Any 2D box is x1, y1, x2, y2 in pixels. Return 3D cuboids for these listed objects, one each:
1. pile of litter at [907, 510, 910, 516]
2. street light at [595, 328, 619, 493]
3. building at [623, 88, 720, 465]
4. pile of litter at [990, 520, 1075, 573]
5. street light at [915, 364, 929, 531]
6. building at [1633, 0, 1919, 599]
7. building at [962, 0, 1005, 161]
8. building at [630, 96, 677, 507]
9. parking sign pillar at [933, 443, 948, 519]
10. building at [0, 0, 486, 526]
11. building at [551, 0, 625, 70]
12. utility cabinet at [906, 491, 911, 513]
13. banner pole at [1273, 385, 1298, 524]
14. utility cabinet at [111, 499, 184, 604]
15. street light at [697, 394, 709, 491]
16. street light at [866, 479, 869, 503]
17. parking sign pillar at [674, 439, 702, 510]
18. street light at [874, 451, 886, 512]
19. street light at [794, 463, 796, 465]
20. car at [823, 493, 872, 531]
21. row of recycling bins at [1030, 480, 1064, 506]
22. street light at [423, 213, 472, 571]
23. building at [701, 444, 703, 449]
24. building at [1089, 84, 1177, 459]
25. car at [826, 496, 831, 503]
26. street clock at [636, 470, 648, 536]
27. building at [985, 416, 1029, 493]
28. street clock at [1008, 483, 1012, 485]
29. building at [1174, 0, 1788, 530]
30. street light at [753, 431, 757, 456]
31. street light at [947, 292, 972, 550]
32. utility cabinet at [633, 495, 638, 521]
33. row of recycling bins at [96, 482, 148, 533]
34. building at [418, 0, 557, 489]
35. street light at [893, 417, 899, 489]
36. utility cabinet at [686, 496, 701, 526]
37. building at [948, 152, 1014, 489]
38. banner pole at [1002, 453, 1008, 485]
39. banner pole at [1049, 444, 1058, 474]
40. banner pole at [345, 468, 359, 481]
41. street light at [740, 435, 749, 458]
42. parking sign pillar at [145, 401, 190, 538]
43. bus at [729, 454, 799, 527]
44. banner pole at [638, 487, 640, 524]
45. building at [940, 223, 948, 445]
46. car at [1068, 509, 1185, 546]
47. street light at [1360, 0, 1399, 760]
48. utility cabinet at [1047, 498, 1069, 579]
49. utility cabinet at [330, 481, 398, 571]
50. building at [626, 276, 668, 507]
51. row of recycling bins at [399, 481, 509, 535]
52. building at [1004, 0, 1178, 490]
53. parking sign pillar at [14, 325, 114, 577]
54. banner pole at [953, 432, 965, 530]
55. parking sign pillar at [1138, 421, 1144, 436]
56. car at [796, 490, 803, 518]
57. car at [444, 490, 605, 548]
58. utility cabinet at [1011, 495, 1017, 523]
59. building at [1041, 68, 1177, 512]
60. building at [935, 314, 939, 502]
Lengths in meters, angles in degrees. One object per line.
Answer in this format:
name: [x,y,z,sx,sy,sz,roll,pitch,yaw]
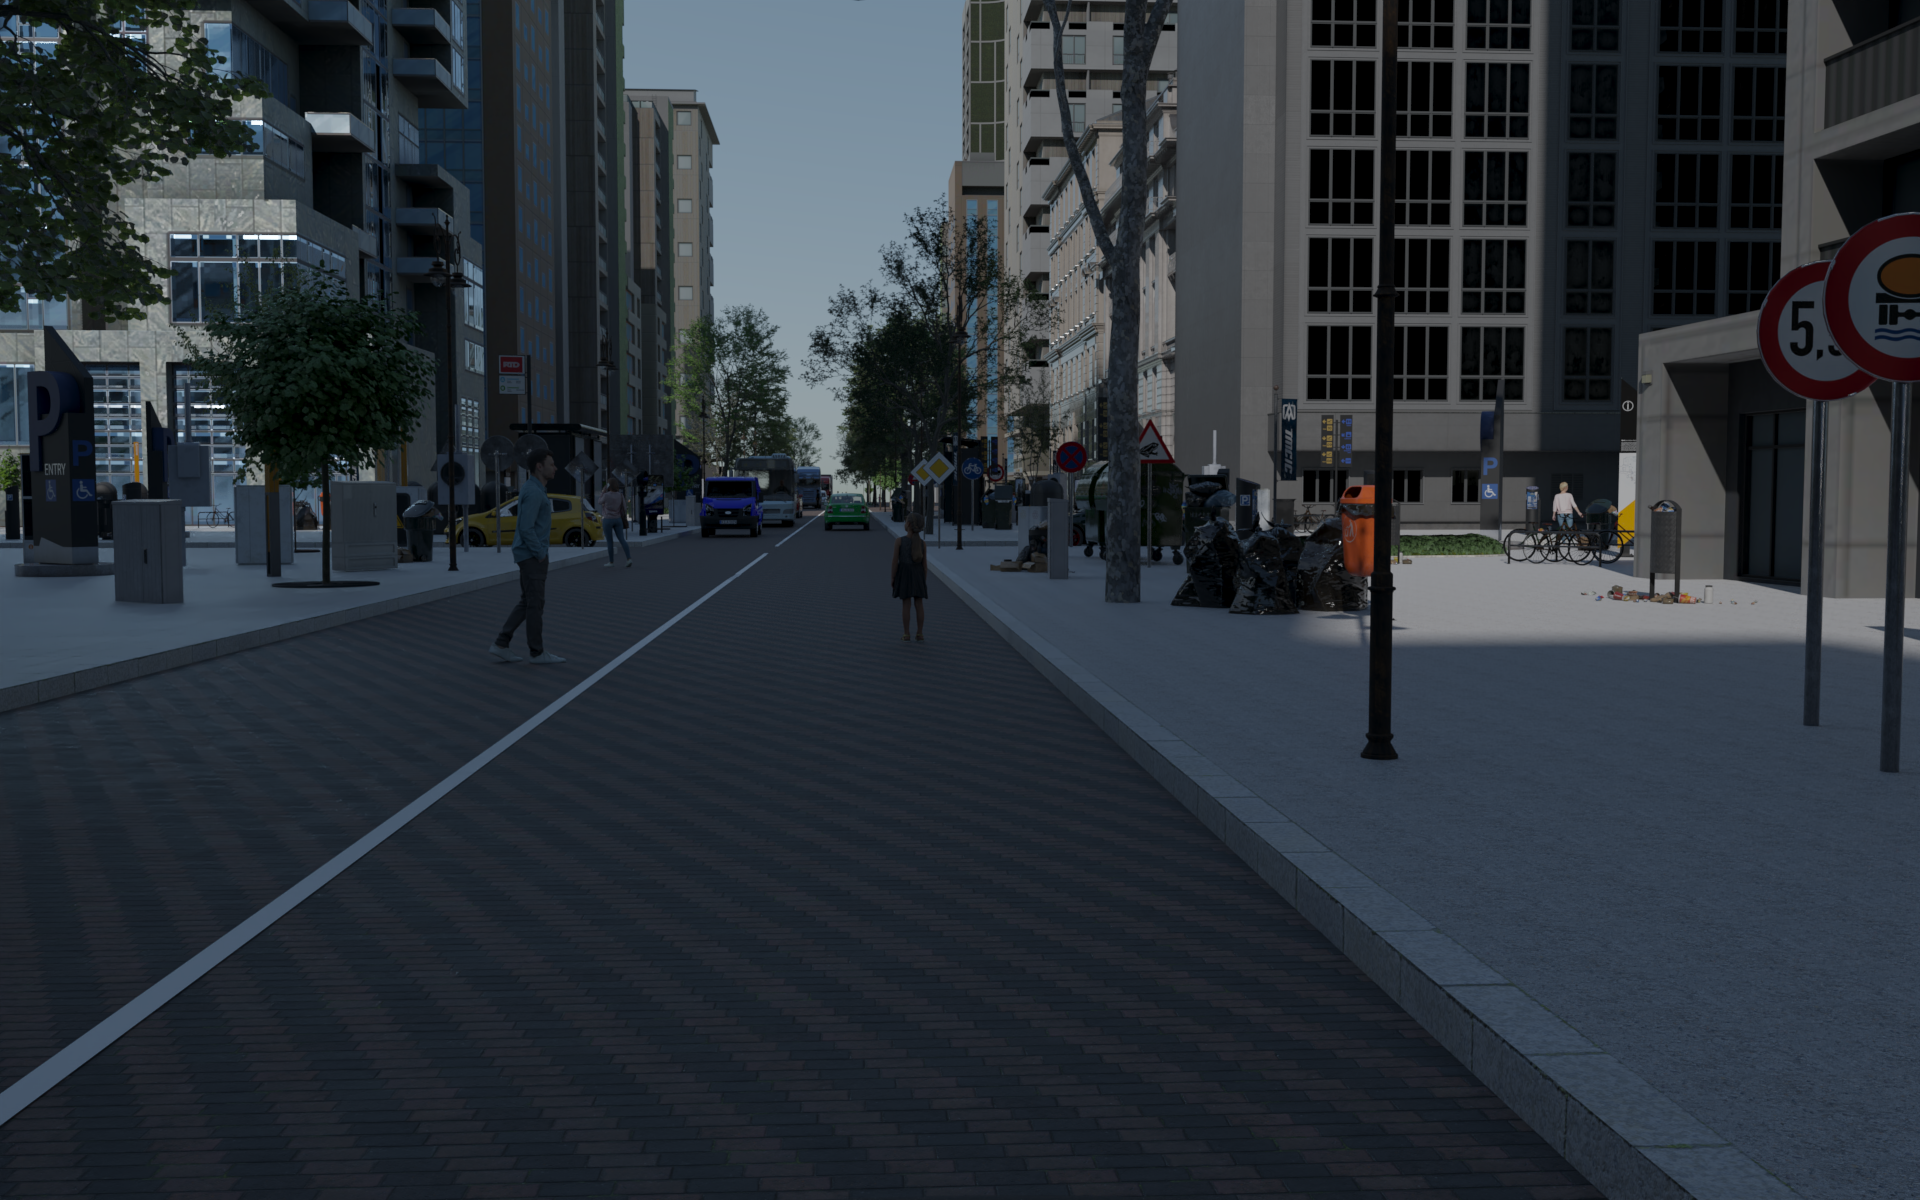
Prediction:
pile of litter: [-3.213,-4.990,95.547,1.719,0.858,1.176,2,4,31]
street light: [-9.835,-4.625,48.406,0.468,5.910,1.993,0,4,-4]
building: [-46.875,-39.149,229.319,28.713,52.752,27.495,0,4,-4]
pile of litter: [1.187,-0.903,28.736,1.176,0.858,1.719,-1,4,-23]
street light: [-1.333,-5.338,60.057,0.468,5.910,1.993,0,4,-4]
building: [21.231,-35.272,14.944,20.563,71.187,20.611,0,4,-4]
building: [8.945,-49.297,244.260,20.563,71.187,20.611,0,4,-4]
building: [-36.112,-29.901,172.480,14.154,41.232,14.086,0,4,-4]
parking sign pillar: [-0.812,-6.248,90.631,1.447,3.967,1.447,-1,4,-13]
building: [-35.496,-47.014,81.345,22.319,86.520,31.000,0,4,-4]
building: [-32.788,-27.246,129.069,14.154,41.232,14.086,0,4,-4]
utility cabinet: [-3.369,-6.095,108.330,0.318,1.500,1.173,1,4,13]
banner pole: [7.445,-3.051,39.896,0.863,3.779,0.401,-2,4,-29]
utility cabinet: [-9.649,-0.575,20.561,1.020,1.237,0.306,2,4,34]
street light: [-11.810,-6.553,79.928,0.468,5.910,1.993,0,4,-4]
street light: [-10.302,-13.847,199.186,0.468,5.910,1.993,0,4,-4]
parking sign pillar: [-13.280,-5.880,84.603,1.447,3.967,1.447,-2,4,-26]
street light: [-6.253,-9.969,135.780,0.468,5.910,1.993,0,4,-4]
street light: [-19.959,-14.404,208.288,0.468,5.910,1.993,0,4,-4]
car: [-4.506,-3.704,69.356,1.959,1.807,4.718,0,4,-3]
row of recycling bins: [2.604,-2.755,52.154,1.069,1.692,3.534,0,4,2]
street light: [-8.479,-3.426,28.802,0.468,5.910,1.993,0,4,-4]
building: [-50.448,-34.465,255.386,32.217,40.220,23.993,0,4,-4]
building: [14.805,-15.058,87.993,13.314,21.916,24.055,0,4,-4]
car: [-9.988,-8.100,142.216,2.009,1.686,4.222,0,4,-3]
street clock: [-9.742,-2.974,53.189,0.358,2.002,0.471,1,4,9]
building: [18.343,-29.725,177.886,32.217,40.220,23.993,0,4,-4]
street clock: [3.108,-6.426,109.642,0.358,2.002,0.471,-1,4,-23]
building: [21.429,-16.719,66.857,24.014,27.812,14.314,0,4,-4]
street light: [-14.709,-9.292,124.719,0.468,5.910,1.993,0,4,-4]
street light: [-0.012,-4.097,39.773,0.468,5.910,1.993,0,4,-4]
utility cabinet: [-15.460,-4.365,82.525,0.306,1.237,1.020,-1,4,-18]
row of recycling bins: [-28.724,-3.071,57.326,3.534,1.692,1.069,-1,4,-9]
building: [-34.786,-28.327,113.254,14.600,45.320,14.200,0,4,-4]
street light: [-3.400,-7.277,91.766,0.468,5.910,1.993,0,4,-4]
utility cabinet: [-10.755,-3.588,69.818,0.306,1.237,1.020,-2,4,-29]
building: [5.781,-35.311,227.437,14.600,45.320,14.200,0,4,-4]
banner pole: [2.748,-7.123,106.477,0.401,3.779,0.863,2,4,27]
banner pole: [4.701,-5.942,87.167,0.401,3.779,0.863,3,5,43]
banner pole: [-23.238,-4.654,66.114,0.401,3.779,0.863,2,4,28]
street light: [-13.875,-8.483,111.477,0.468,5.910,1.993,0,4,-4]
parking sign pillar: [-23.447,-3.816,50.857,1.447,3.967,1.447,-1,4,-9]
bus: [-8.784,-5.146,78.996,2.948,3.499,13.247,0,4,-5]
banner pole: [-13.452,-5.115,73.646,0.863,3.779,0.401,-3,4,-38]
building: [3.917,-35.396,262.322,14.154,41.232,14.086,0,4,-4]
car: [3.982,-2.119,44.429,4.222,1.686,2.009,0,4,-2]
street light: [2.042,-2.169,8.256,0.468,5.910,1.993,0,4,-4]
utility cabinet: [1.509,-0.942,26.561,0.306,1.237,1.020,0,4,1]
utility cabinet: [-9.949,-1.241,28.964,0.318,1.500,1.173,2,4,27]
building: [-41.013,-18.720,151.103,27.650,21.520,28.899,0,4,-4]
row of recycling bins: [-16.086,-2.937,55.139,3.534,1.692,1.069,-3,4,-36]
building: [18.386,-34.380,151.359,28.713,52.752,27.495,0,4,-4]
parking sign pillar: [-14.155,-2.376,27.316,1.447,3.967,1.447,3,4,38]
banner pole: [-0.098,-4.389,61.778,0.401,3.779,0.863,-1,4,-22]
parking sign pillar: [6.552,-4.536,62.639,1.447,3.967,1.447,-2,4,-24]
car: [-10.549,-5.833,104.048,2.281,1.827,5.304,0,4,-2]
car: [-11.045,-2.066,44.007,3.980,1.641,2.015,0,4,-5]
utility cabinet: [2.597,-4.057,77.500,1.020,1.237,0.306,-2,4,-23]
building: [12.798,-19.267,112.283,12.463,27.353,25.104,0,4,-4]
building: [2.822,-30.892,276.779,14.160,30.474,14.107,0,4,-4]
